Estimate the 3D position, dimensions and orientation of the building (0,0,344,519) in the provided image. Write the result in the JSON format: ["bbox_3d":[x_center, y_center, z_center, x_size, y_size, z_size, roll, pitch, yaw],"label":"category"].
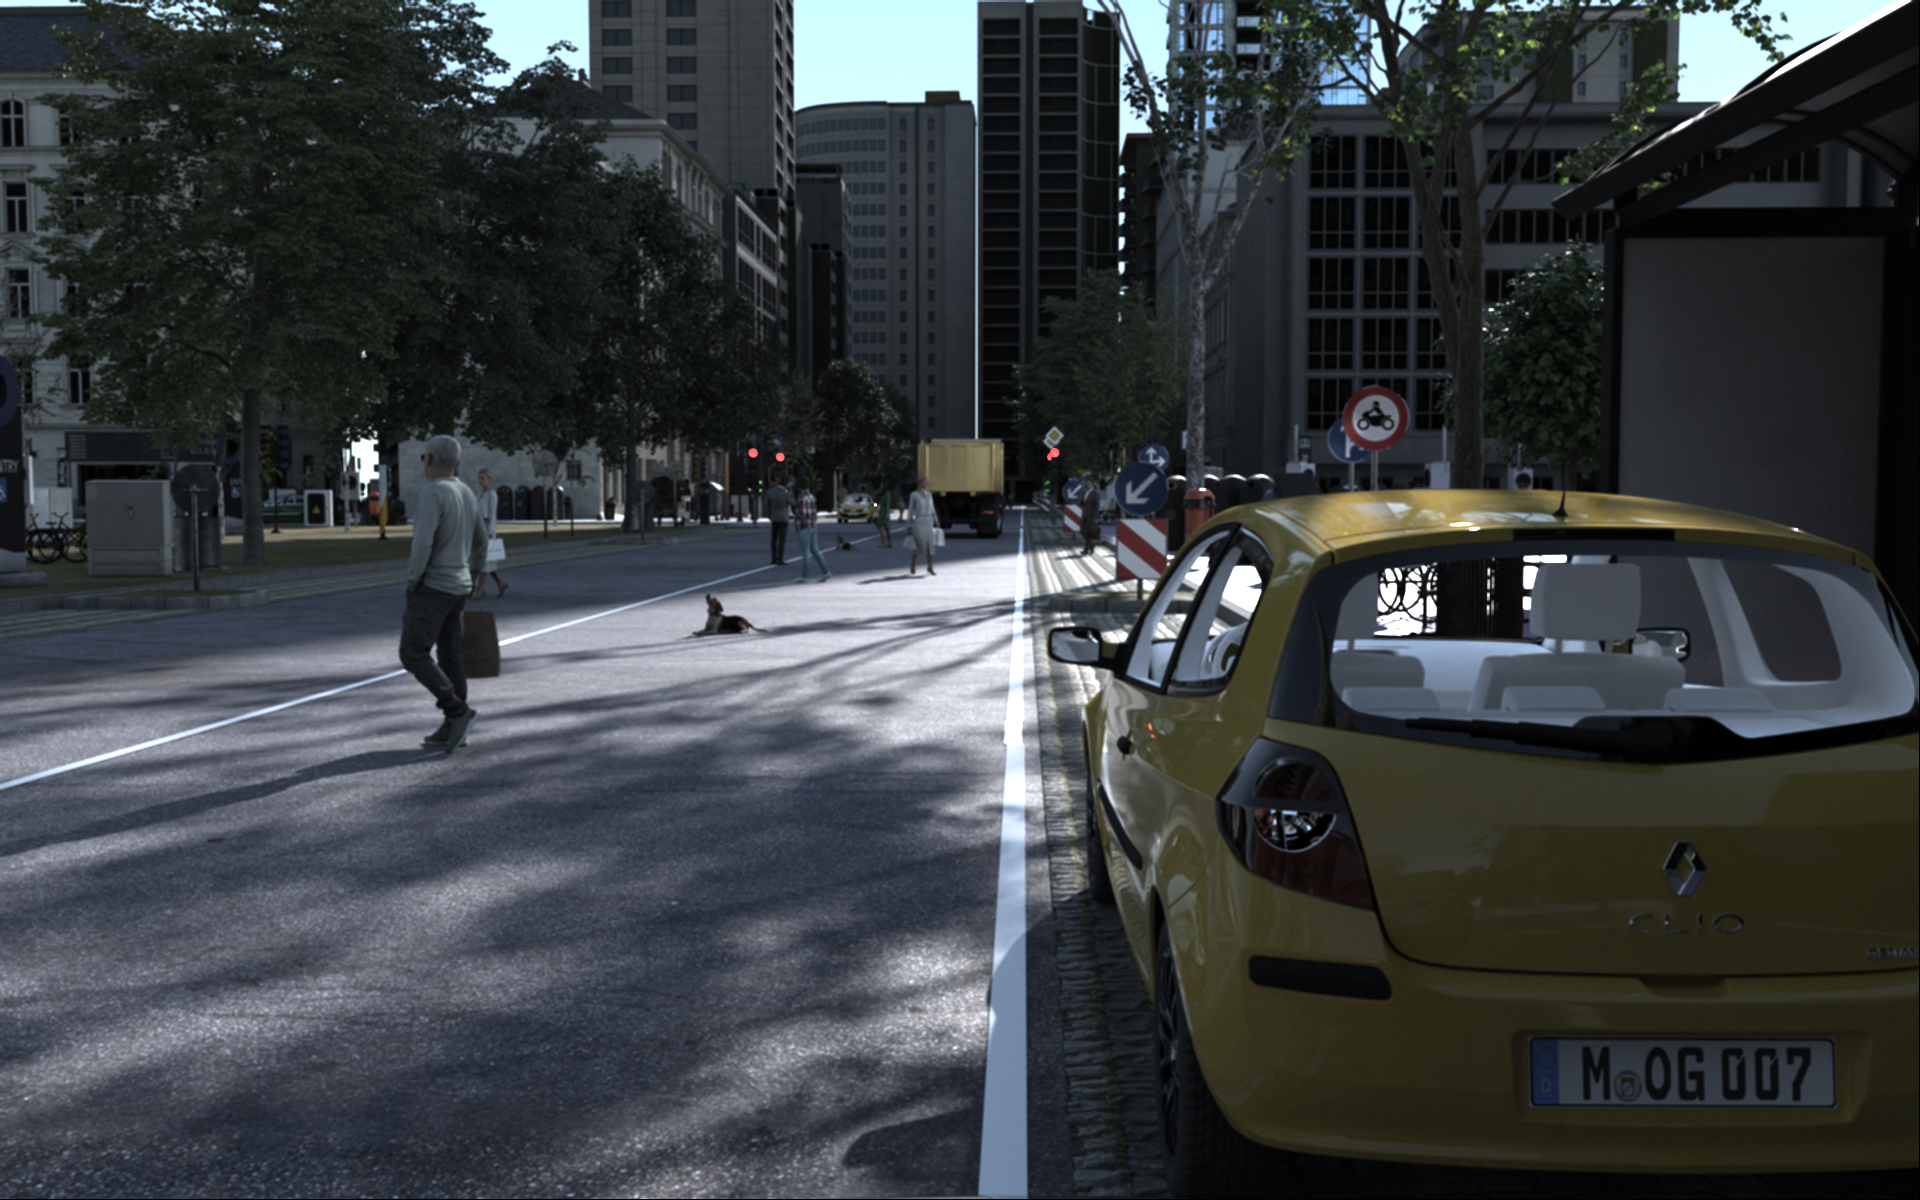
[{"bbox_3d":[-58.733,-19.568,96.349,44.131,29.872,17.030,0,4,2],"label":"building"}]

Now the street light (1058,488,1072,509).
[{"bbox_3d":[6.954,-8.791,116.276,1.470,5.913,1.316,0,4,2],"label":"street light"}]

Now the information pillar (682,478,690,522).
[{"bbox_3d":[-12.804,-4.675,80.927,0.304,2.012,0.304,-2,4,-24],"label":"information pillar"}]

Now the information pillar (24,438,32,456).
[{"bbox_3d":[-38.856,-4.945,72.201,0.504,3.616,0.183,1,4,19],"label":"information pillar"}]

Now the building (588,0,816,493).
[{"bbox_3d":[-25.683,-45.340,179.565,20.563,71.187,20.611,0,4,2],"label":"building"}]

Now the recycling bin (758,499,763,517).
[{"bbox_3d":[-10.678,-5.075,95.531,0.722,1.027,0.722,-3,5,-39],"label":"recycling bin"}]

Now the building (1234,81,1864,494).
[{"bbox_3d":[30.673,-16.772,93.291,30.058,24.678,14.314,0,4,2],"label":"building"}]

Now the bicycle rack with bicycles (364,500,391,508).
[{"bbox_3d":[-47.006,-7.653,138.515,2.852,0.926,2.925,3,5,42],"label":"bicycle rack with bicycles"}]

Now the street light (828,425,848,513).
[{"bbox_3d":[-8.278,-8.850,117.233,1.470,5.913,1.316,0,4,2],"label":"street light"}]

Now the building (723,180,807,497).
[{"bbox_3d":[-22.664,-23.943,163.162,14.160,30.474,14.107,0,4,2],"label":"building"}]

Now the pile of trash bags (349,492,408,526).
[{"bbox_3d":[-23.503,-3.702,70.286,1.912,1.369,3.447,-1,4,-9],"label":"pile of trash bags"}]

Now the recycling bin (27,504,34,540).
[{"bbox_3d":[-26.348,-2.235,49.097,0.722,1.027,0.722,1,4,19],"label":"recycling bin"}]

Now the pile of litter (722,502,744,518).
[{"bbox_3d":[-12.250,-4.904,94.149,1.176,0.858,1.719,3,4,37],"label":"pile of litter"}]

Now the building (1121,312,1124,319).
[{"bbox_3d":[30.634,-29.413,252.603,14.107,30.474,14.160,0,4,2],"label":"building"}]

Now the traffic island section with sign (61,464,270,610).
[{"bbox_3d":[-10.046,-0.831,22.216,1.989,1.847,2.006,0,4,2],"label":"traffic island section with sign"}]

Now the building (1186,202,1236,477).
[{"bbox_3d":[21.535,-16.985,113.861,11.583,22.565,21.152,0,4,2],"label":"building"}]

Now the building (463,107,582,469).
[{"bbox_3d":[-61.430,-43.800,258.121,28.212,58.520,21.231,0,4,2],"label":"building"}]

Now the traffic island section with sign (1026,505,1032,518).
[{"bbox_3d":[5.100,-5.844,104.185,1.989,1.847,2.006,0,4,2],"label":"traffic island section with sign"}]

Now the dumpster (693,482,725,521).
[{"bbox_3d":[-11.960,-4.686,82.373,1.264,1.857,1.865,0,4,2],"label":"dumpster"}]

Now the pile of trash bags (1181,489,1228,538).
[{"bbox_3d":[5.281,-1.322,31.360,3.447,1.369,1.912,-3,5,-41],"label":"pile of trash bags"}]

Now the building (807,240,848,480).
[{"bbox_3d":[-20.522,-26.071,197.959,14.160,30.474,14.107,0,4,2],"label":"building"}]

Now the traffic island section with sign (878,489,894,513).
[{"bbox_3d":[-6.043,-7.554,132.128,1.989,1.847,2.006,0,4,2],"label":"traffic island section with sign"}]

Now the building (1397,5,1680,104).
[{"bbox_3d":[68.659,-40.792,208.947,28.212,58.520,21.231,0,4,2],"label":"building"}]

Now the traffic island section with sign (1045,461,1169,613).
[{"bbox_3d":[2.109,-0.799,21.693,1.989,1.847,2.006,0,4,2],"label":"traffic island section with sign"}]

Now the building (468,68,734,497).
[{"bbox_3d":[-23.973,-20.148,116.813,14.401,28.519,23.554,0,4,2],"label":"building"}]

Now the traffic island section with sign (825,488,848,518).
[{"bbox_3d":[-7.050,-5.872,104.634,1.989,1.847,2.006,0,4,2],"label":"traffic island section with sign"}]

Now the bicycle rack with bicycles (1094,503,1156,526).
[{"bbox_3d":[6.581,-3.482,70.310,2.925,0.926,2.852,0,4,-2],"label":"bicycle rack with bicycles"}]

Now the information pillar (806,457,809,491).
[{"bbox_3d":[-9.717,-7.268,110.193,0.183,3.616,0.504,0,4,5],"label":"information pillar"}]

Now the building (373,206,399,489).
[{"bbox_3d":[-64.567,-34.724,217.843,14.200,45.320,14.600,0,4,2],"label":"building"}]

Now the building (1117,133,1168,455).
[{"bbox_3d":[30.150,-33.785,207.005,22.147,44.769,28.867,0,4,2],"label":"building"}]

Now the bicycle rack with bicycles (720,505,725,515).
[{"bbox_3d":[-15.532,-5.621,105.288,2.925,0.926,2.852,-2,4,-33],"label":"bicycle rack with bicycles"}]

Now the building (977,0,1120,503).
[{"bbox_3d":[13.041,-49.938,254.740,20.611,71.187,20.563,0,4,2],"label":"building"}]

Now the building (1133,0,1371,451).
[{"bbox_3d":[29.633,-52.774,175.526,22.319,86.520,31.000,0,4,2],"label":"building"}]

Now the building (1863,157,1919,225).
[{"bbox_3d":[55.573,-16.649,90.226,19.932,24.808,12.078,0,4,2],"label":"building"}]

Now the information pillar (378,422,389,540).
[{"bbox_3d":[-16.246,-3.509,48.721,0.183,3.616,0.504,0,4,-1],"label":"information pillar"}]

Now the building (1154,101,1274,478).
[{"bbox_3d":[22.230,-22.115,139.065,11.434,29.767,29.804,0,4,2],"label":"building"}]

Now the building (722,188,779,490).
[{"bbox_3d":[-23.286,-21.227,140.566,14.314,27.812,24.014,0,4,2],"label":"building"}]

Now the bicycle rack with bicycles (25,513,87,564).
[{"bbox_3d":[-16.799,-1.185,32.761,2.925,0.926,2.852,-1,4,-10],"label":"bicycle rack with bicycles"}]

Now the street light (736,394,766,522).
[{"bbox_3d":[-9.632,-6.564,79.864,1.470,5.913,1.316,0,4,2],"label":"street light"}]

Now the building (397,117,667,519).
[{"bbox_3d":[-23.292,-14.793,96.615,10.420,20.320,16.860,0,4,2],"label":"building"}]

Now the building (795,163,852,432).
[{"bbox_3d":[-20.781,-32.573,216.170,14.086,41.232,14.154,0,4,2],"label":"building"}]

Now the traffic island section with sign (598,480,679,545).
[{"bbox_3d":[-9.065,-2.479,49.153,1.989,1.847,2.006,0,4,2],"label":"traffic island section with sign"}]

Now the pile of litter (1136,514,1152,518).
[{"bbox_3d":[9.341,-4.737,91.408,1.719,0.858,1.176,0,4,4],"label":"pile of litter"}]

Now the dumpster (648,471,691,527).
[{"bbox_3d":[-11.567,-4.038,68.515,1.502,2.255,1.985,0,4,2],"label":"dumpster"}]

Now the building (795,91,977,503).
[{"bbox_3d":[-11.735,-43.700,256.500,28.212,58.520,21.231,0,4,2],"label":"building"}]

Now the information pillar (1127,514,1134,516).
[{"bbox_3d":[7.121,-4.122,71.881,0.304,2.012,0.304,-1,4,-11],"label":"information pillar"}]

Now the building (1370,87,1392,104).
[{"bbox_3d":[52.719,-43.567,254.311,28.212,58.520,21.231,0,4,2],"label":"building"}]

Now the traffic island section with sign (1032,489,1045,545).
[{"bbox_3d":[3.092,-2.452,48.713,1.989,1.847,2.006,0,4,2],"label":"traffic island section with sign"}]
